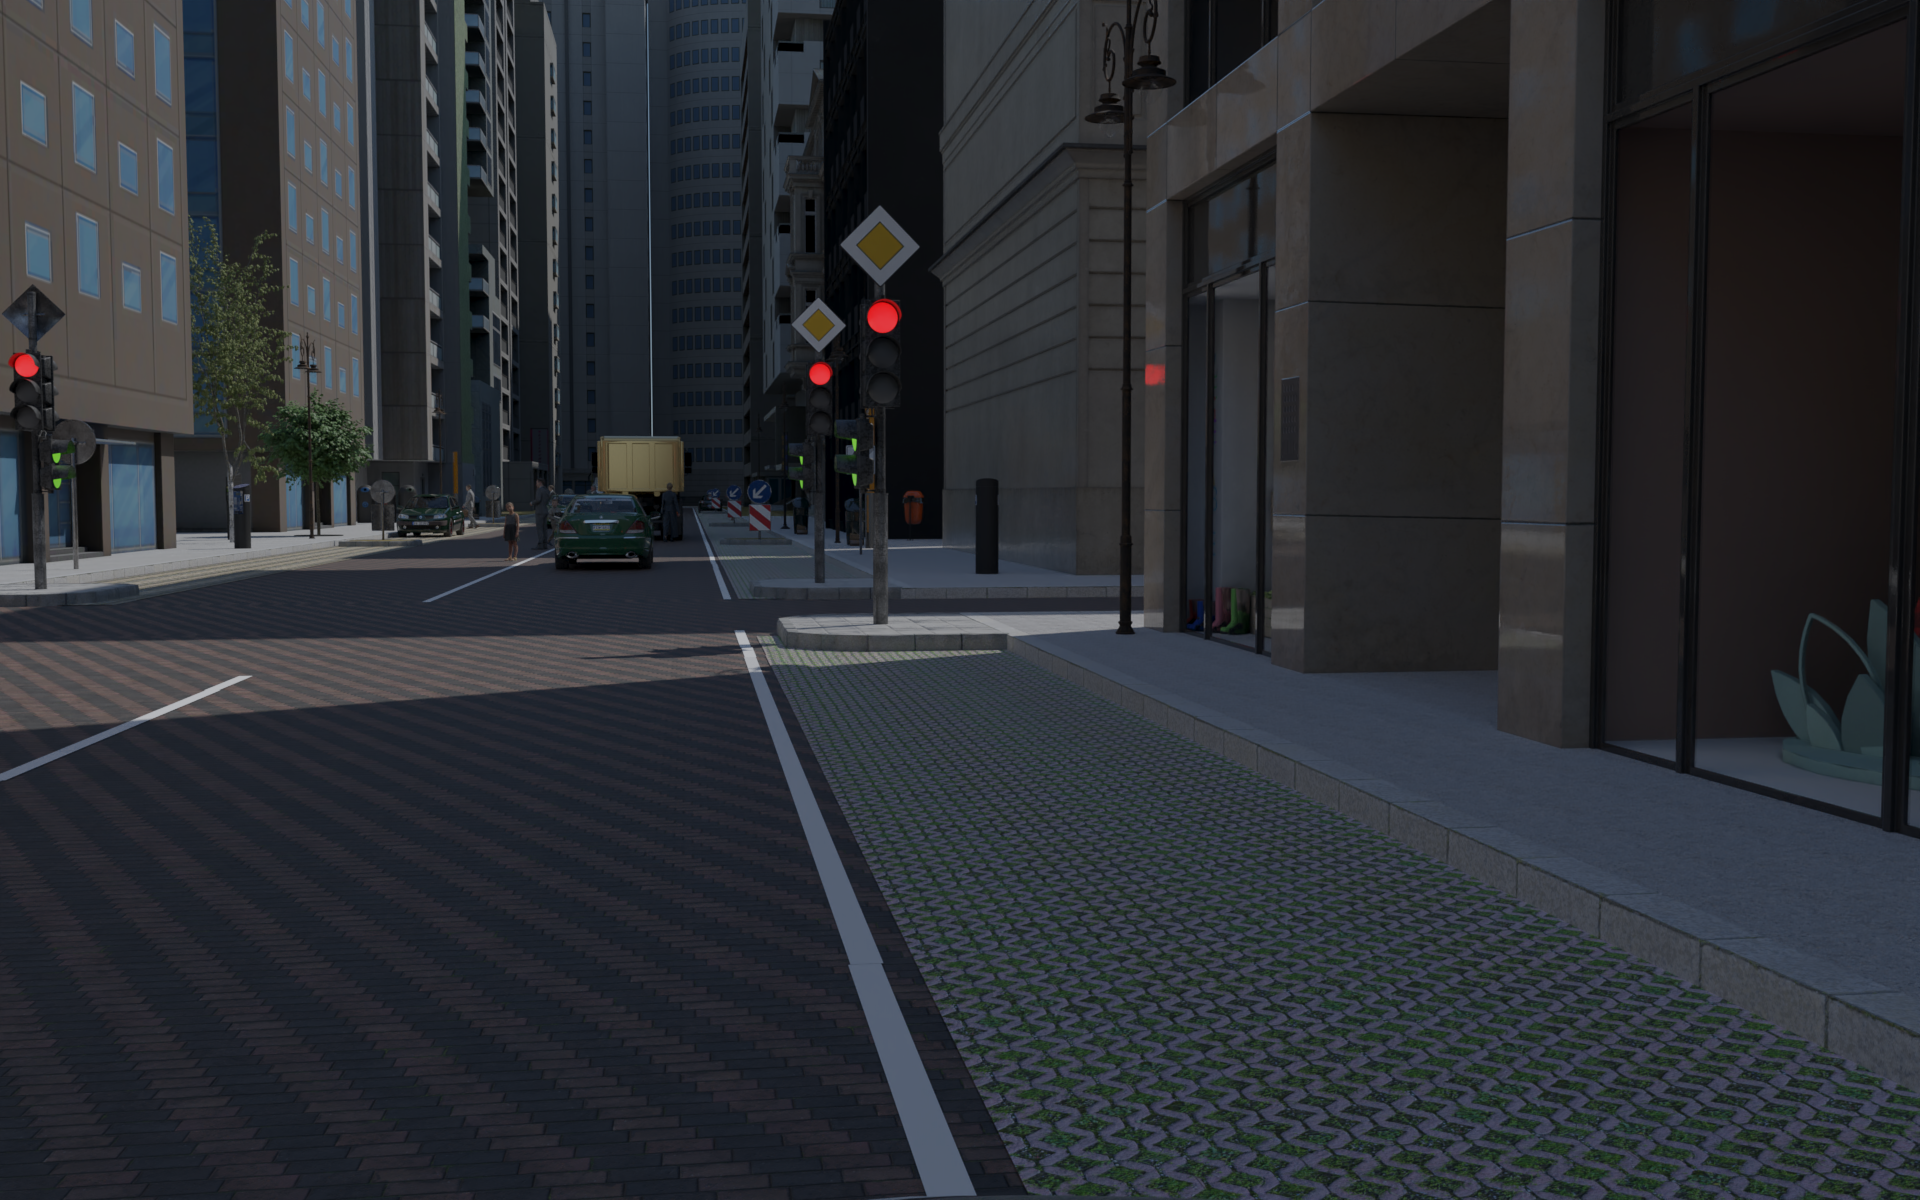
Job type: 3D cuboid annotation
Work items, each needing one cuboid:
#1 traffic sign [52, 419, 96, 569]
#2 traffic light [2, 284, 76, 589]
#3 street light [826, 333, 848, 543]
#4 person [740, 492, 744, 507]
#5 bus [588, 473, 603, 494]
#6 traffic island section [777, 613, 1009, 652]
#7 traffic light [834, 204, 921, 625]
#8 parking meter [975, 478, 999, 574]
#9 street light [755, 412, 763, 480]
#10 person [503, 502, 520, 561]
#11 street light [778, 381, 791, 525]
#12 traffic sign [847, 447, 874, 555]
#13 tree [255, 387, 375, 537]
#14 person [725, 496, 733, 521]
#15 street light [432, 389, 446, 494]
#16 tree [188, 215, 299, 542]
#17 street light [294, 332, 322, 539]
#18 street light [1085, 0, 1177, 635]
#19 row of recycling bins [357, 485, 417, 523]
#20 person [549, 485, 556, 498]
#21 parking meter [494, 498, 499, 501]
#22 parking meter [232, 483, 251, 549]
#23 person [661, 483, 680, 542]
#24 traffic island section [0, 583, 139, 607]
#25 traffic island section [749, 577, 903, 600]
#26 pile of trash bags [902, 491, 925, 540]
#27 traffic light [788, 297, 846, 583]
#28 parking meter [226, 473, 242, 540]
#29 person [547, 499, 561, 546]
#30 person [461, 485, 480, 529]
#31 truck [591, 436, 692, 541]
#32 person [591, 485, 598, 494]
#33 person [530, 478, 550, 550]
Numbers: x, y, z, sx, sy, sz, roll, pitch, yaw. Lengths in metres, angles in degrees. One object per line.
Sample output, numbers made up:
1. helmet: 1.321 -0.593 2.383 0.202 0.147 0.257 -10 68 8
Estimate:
1. traffic sign: -15.103 -1.799 29.517 0.768 2.556 0.104 0 4 0
2. traffic light: -12.375 -2.099 23.235 0.839 4.253 0.868 -1 4 -9
3. street light: -3.207 -4.430 45.216 0.468 5.910 1.993 -1 4 -9
4. person: -22.195 -10.364 178.675 1.217 1.735 0.721 1 4 20
5. bus: -26.266 -8.541 131.195 2.896 3.916 12.252 0 4 -8
6. traffic island section: -0.761 0.317 17.101 2.009 0.180 2.903 -1 4 -9
7. traffic light: -0.802 -1.716 16.981 0.839 4.253 0.868 -1 4 -9
8. parking meter: 0.434 -1.188 27.835 0.372 1.533 0.369 0 3 0
9. street light: -11.362 -7.655 97.940 0.468 5.910 1.993 -1 4 -9
10. person: -9.579 -1.456 36.978 0.362 1.253 0.373 2 4 24
11. street light: -7.176 -5.998 70.848 0.468 5.910 1.993 -1 4 -9
12. traffic sign: -2.097 -2.107 36.572 0.606 2.300 0.079 0 4 -4
13. tree: -19.705 -4.236 52.968 4.285 4.588 4.351 0 3 0
14. person: -12.328 -5.133 92.990 0.524 1.755 0.480 -1 4 -20
15. street light: -22.786 -6.309 75.946 0.468 5.910 1.993 -1 4 -9
16. tree: -19.315 -5.815 45.440 4.737 8.622 4.395 0 3 0
17. street light: -18.622 -4.697 49.591 0.468 5.910 1.993 -1 4 -9
18. street light: 1.516 -2.625 15.703 0.468 5.910 1.993 -1 4 -9
19. row of recycling bins: -26.018 -4.281 77.108 3.534 1.692 1.069 -1 4 -13
20. person: -19.283 -4.497 81.807 0.755 1.850 0.659 -1 4 -21
21. parking meter: -25.027 -5.189 93.247 0.372 1.533 0.369 0 3 0
22. parking meter: -16.888 -1.977 40.737 0.372 1.533 0.369 0 3 0
23. person: -8.633 -2.612 51.630 0.576 1.772 0.534 0 4 -7
24. traffic island section: -12.416 -0.066 23.363 2.009 0.180 2.903 -1 4 -9
25. traffic island section: -2.001 -0.166 24.990 2.009 0.180 2.903 -1 4 -9
26. pile of trash bags: 0.022 -2.316 47.623 3.447 1.369 1.912 1 4 20
27. traffic light: -2.043 -2.199 24.870 0.839 4.253 0.868 -1 4 -9
28. parking meter: -20.389 -2.626 48.649 0.255 1.863 0.399 1 4 19
29. person: -11.118 -2.130 47.601 0.640 1.303 0.475 1 4 20
30. person: -20.136 -3.822 71.104 0.853 1.813 0.709 0 4 -8
31. truck: -10.434 -3.722 56.781 3.469 3.379 9.791 -1 4 -10
32. person: -14.396 -3.610 67.918 0.834 1.777 0.661 -2 4 -32
33. person: -10.904 -2.234 44.826 0.447 1.846 0.655 1 4 11
